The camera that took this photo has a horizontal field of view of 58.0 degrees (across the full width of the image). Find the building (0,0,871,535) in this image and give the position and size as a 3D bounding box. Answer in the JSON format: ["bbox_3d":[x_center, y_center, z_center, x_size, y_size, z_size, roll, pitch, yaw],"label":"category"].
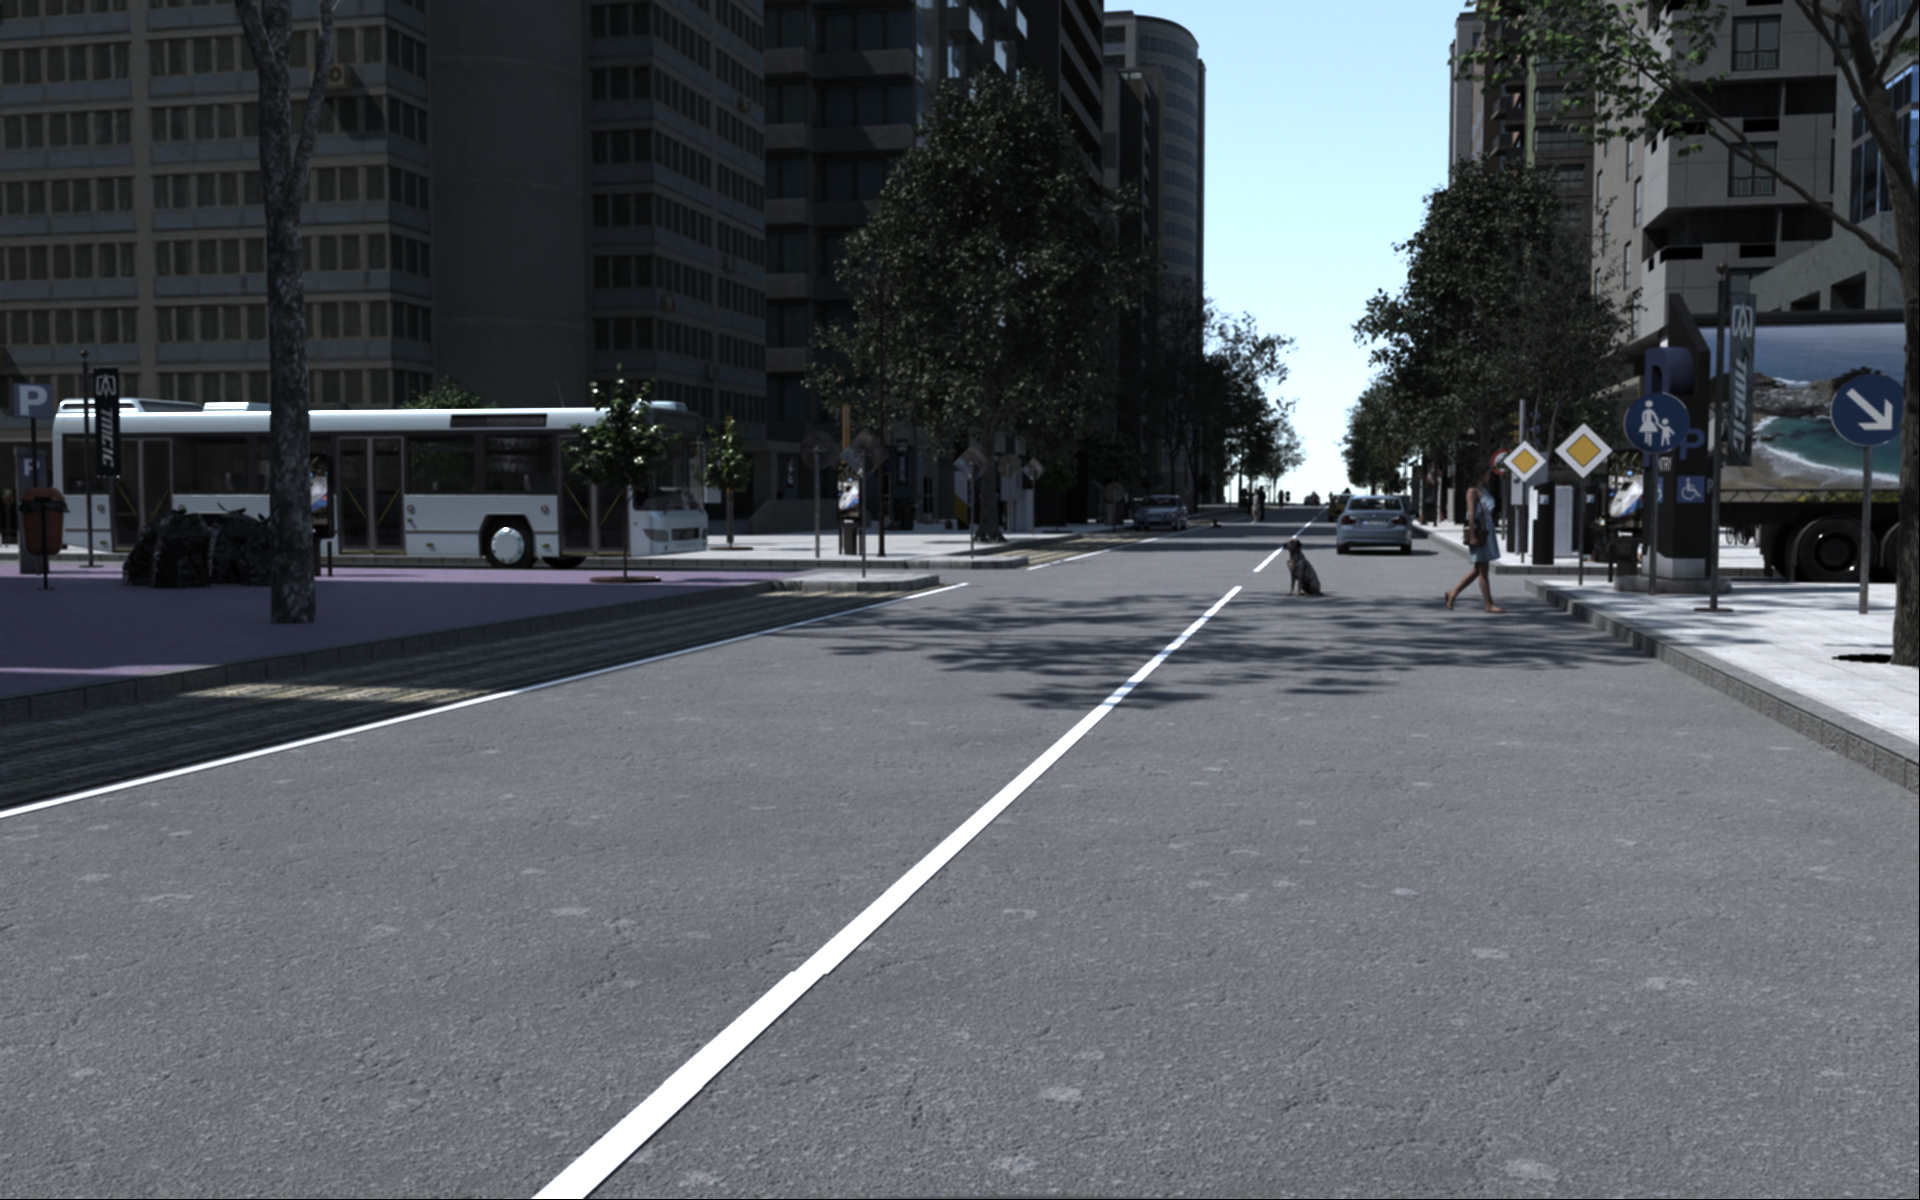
[{"bbox_3d":[-20.686,-22.705,63.108,32.217,40.220,23.993,1,4,12],"label":"building"}]

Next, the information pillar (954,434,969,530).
[{"bbox_3d":[0.046,-4.317,61.930,0.504,3.616,0.183,1,4,23],"label":"information pillar"}]

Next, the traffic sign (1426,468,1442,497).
[{"bbox_3d":[22.672,-5.065,82.917,0.768,2.556,0.104,1,4,16],"label":"traffic sign"}]

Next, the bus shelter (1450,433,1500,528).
[{"bbox_3d":[20.375,-4.740,68.775,1.731,3.624,6.357,1,4,13],"label":"bus shelter"}]

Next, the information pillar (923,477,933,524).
[{"bbox_3d":[-1.373,-4.238,73.785,0.304,2.012,0.304,2,4,35],"label":"information pillar"}]

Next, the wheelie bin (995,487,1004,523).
[{"bbox_3d":[1.492,-4.097,74.895,0.693,1.594,0.980,-2,4,-29],"label":"wheelie bin"}]

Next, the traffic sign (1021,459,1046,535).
[{"bbox_3d":[2.295,-3.231,54.017,0.795,2.450,0.064,1,4,14],"label":"traffic sign"}]

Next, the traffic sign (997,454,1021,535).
[{"bbox_3d":[1.529,-3.326,54.493,0.768,2.556,0.104,1,4,17],"label":"traffic sign"}]

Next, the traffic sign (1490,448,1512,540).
[{"bbox_3d":[15.155,-2.945,48.257,0.768,2.556,0.104,1,4,17],"label":"traffic sign"}]

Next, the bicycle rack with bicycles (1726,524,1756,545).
[{"bbox_3d":[19.740,-1.923,44.819,2.925,0.926,2.852,-3,5,-43],"label":"bicycle rack with bicycles"}]

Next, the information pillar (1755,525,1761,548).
[{"bbox_3d":[19.320,-2.269,41.588,0.304,2.012,0.304,0,4,7],"label":"information pillar"}]

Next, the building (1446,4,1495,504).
[{"bbox_3d":[70.607,-41.016,212.610,21.231,58.520,28.212,1,4,12],"label":"building"}]

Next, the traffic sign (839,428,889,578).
[{"bbox_3d":[-1.473,-1.401,26.550,0.795,2.450,0.064,1,4,12],"label":"traffic sign"}]

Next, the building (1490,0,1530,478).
[{"bbox_3d":[54.363,-29.608,138.721,22.147,44.769,28.867,1,4,12],"label":"building"}]

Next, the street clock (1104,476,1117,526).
[{"bbox_3d":[6.085,-4.009,70.120,0.471,2.002,0.358,-2,4,-35],"label":"street clock"}]

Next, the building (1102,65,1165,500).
[{"bbox_3d":[11.313,-29.274,162.229,14.154,41.232,14.086,1,4,12],"label":"building"}]

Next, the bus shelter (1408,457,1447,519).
[{"bbox_3d":[24.693,-5.950,91.211,2.014,3.302,5.546,1,4,12],"label":"bus shelter"}]

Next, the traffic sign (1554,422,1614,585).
[{"bbox_3d":[8.723,-1.263,24.290,0.795,2.450,0.064,1,4,12],"label":"traffic sign"}]

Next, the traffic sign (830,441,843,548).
[{"bbox_3d":[-2.786,-2.528,41.438,0.768,2.556,0.104,1,4,17],"label":"traffic sign"}]

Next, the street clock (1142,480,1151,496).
[{"bbox_3d":[9.260,-4.992,86.183,0.358,2.002,0.471,-2,4,-25],"label":"street clock"}]

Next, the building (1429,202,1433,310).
[{"bbox_3d":[74.863,-36.671,249.677,14.600,45.320,14.200,1,4,12],"label":"building"}]

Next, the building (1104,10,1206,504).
[{"bbox_3d":[18.574,-41.146,214.737,21.231,58.520,28.212,1,4,12],"label":"building"}]

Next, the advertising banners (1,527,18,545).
[{"bbox_3d":[-24.839,-2.919,43.912,2.074,3.025,0.090,0,4,2],"label":"advertising banners"}]

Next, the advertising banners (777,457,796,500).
[{"bbox_3d":[-8.320,-5.032,78.454,2.074,3.025,0.090,-2,4,-35],"label":"advertising banners"}]

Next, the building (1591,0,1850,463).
[{"bbox_3d":[46.475,-30.198,82.972,28.713,52.752,27.495,1,4,12],"label":"building"}]

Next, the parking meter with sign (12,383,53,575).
[{"bbox_3d":[-15.005,-1.943,28.022,0.543,3.016,1.738,-2,4,-30],"label":"parking meter with sign"}]

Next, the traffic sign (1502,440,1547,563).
[{"bbox_3d":[10.442,-1.740,32.089,0.795,2.450,0.064,1,4,12],"label":"traffic sign"}]

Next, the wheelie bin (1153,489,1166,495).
[{"bbox_3d":[12.384,-6.099,107.619,0.980,1.594,0.693,2,4,29],"label":"wheelie bin"}]

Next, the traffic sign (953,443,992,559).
[{"bbox_3d":[0.246,-1.878,34.348,0.795,2.450,0.064,1,4,12],"label":"traffic sign"}]

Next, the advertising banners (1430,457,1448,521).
[{"bbox_3d":[22.794,-5.244,81.928,2.074,3.025,0.090,-3,5,-40],"label":"advertising banners"}]

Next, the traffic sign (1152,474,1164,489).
[{"bbox_3d":[12.372,-6.610,108.180,0.768,2.556,0.104,1,4,19],"label":"traffic sign"}]

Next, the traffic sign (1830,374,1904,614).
[{"bbox_3d":[9.654,-1.121,18.434,0.768,2.556,0.104,1,4,21],"label":"traffic sign"}]

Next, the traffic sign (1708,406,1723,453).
[{"bbox_3d":[10.134,-1.462,24.007,0.768,2.556,0.104,1,4,20],"label":"traffic sign"}]

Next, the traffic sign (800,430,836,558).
[{"bbox_3d":[-2.860,-2.116,34.706,0.768,2.556,0.104,1,4,15],"label":"traffic sign"}]

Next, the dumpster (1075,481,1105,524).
[{"bbox_3d":[5.630,-4.279,75.712,1.264,1.857,1.865,1,4,12],"label":"dumpster"}]

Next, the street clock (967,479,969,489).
[{"bbox_3d":[0.291,-4.696,81.349,0.358,2.002,0.471,0,4,3],"label":"street clock"}]

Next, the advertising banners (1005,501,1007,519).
[{"bbox_3d":[2.702,-5.669,88.873,0.090,3.025,2.074,-1,4,-19],"label":"advertising banners"}]

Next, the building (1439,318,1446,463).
[{"bbox_3d":[71.435,-33.722,234.942,14.154,41.232,14.086,1,4,12],"label":"building"}]

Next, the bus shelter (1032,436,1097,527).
[{"bbox_3d":[4.262,-4.828,70.224,1.731,3.624,6.357,1,4,12],"label":"bus shelter"}]

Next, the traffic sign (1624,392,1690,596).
[{"bbox_3d":[8.732,-1.325,21.768,0.768,2.556,0.104,1,4,20],"label":"traffic sign"}]

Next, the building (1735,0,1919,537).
[{"bbox_3d":[38.488,-44.778,44.789,31.000,86.520,22.319,1,4,12],"label":"building"}]

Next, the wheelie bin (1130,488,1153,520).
[{"bbox_3d":[8.803,-4.716,85.007,0.980,1.594,0.693,1,4,20],"label":"wheelie bin"}]

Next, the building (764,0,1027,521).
[{"bbox_3d":[-8.662,-29.164,96.435,23.786,49.044,30.456,1,4,12],"label":"building"}]

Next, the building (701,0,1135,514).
[{"bbox_3d":[-1.847,-27.753,145.644,32.217,40.220,23.993,1,4,12],"label":"building"}]

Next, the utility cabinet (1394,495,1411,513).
[{"bbox_3d":[26.510,-5.662,103.734,1.020,1.237,0.306,-2,4,-23],"label":"utility cabinet"}]

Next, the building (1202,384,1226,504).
[{"bbox_3d":[22.736,-24.443,244.686,27.650,21.520,28.899,1,4,12],"label":"building"}]

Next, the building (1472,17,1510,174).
[{"bbox_3d":[54.941,-31.222,160.585,14.600,45.320,14.200,1,4,12],"label":"building"}]

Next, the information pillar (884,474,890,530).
[{"bbox_3d":[-2.650,-3.516,61.973,0.304,2.012,0.304,0,4,-3],"label":"information pillar"}]

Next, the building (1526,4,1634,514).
[{"bbox_3d":[45.750,-26.578,118.150,14.154,41.232,14.086,1,4,12],"label":"building"}]

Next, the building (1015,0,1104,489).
[{"bbox_3d":[-1.907,-30.483,122.105,21.300,48.544,21.600,1,4,12],"label":"building"}]

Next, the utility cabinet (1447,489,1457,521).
[{"bbox_3d":[24.445,-4.647,84.658,0.318,1.500,1.173,-1,4,-21],"label":"utility cabinet"}]
